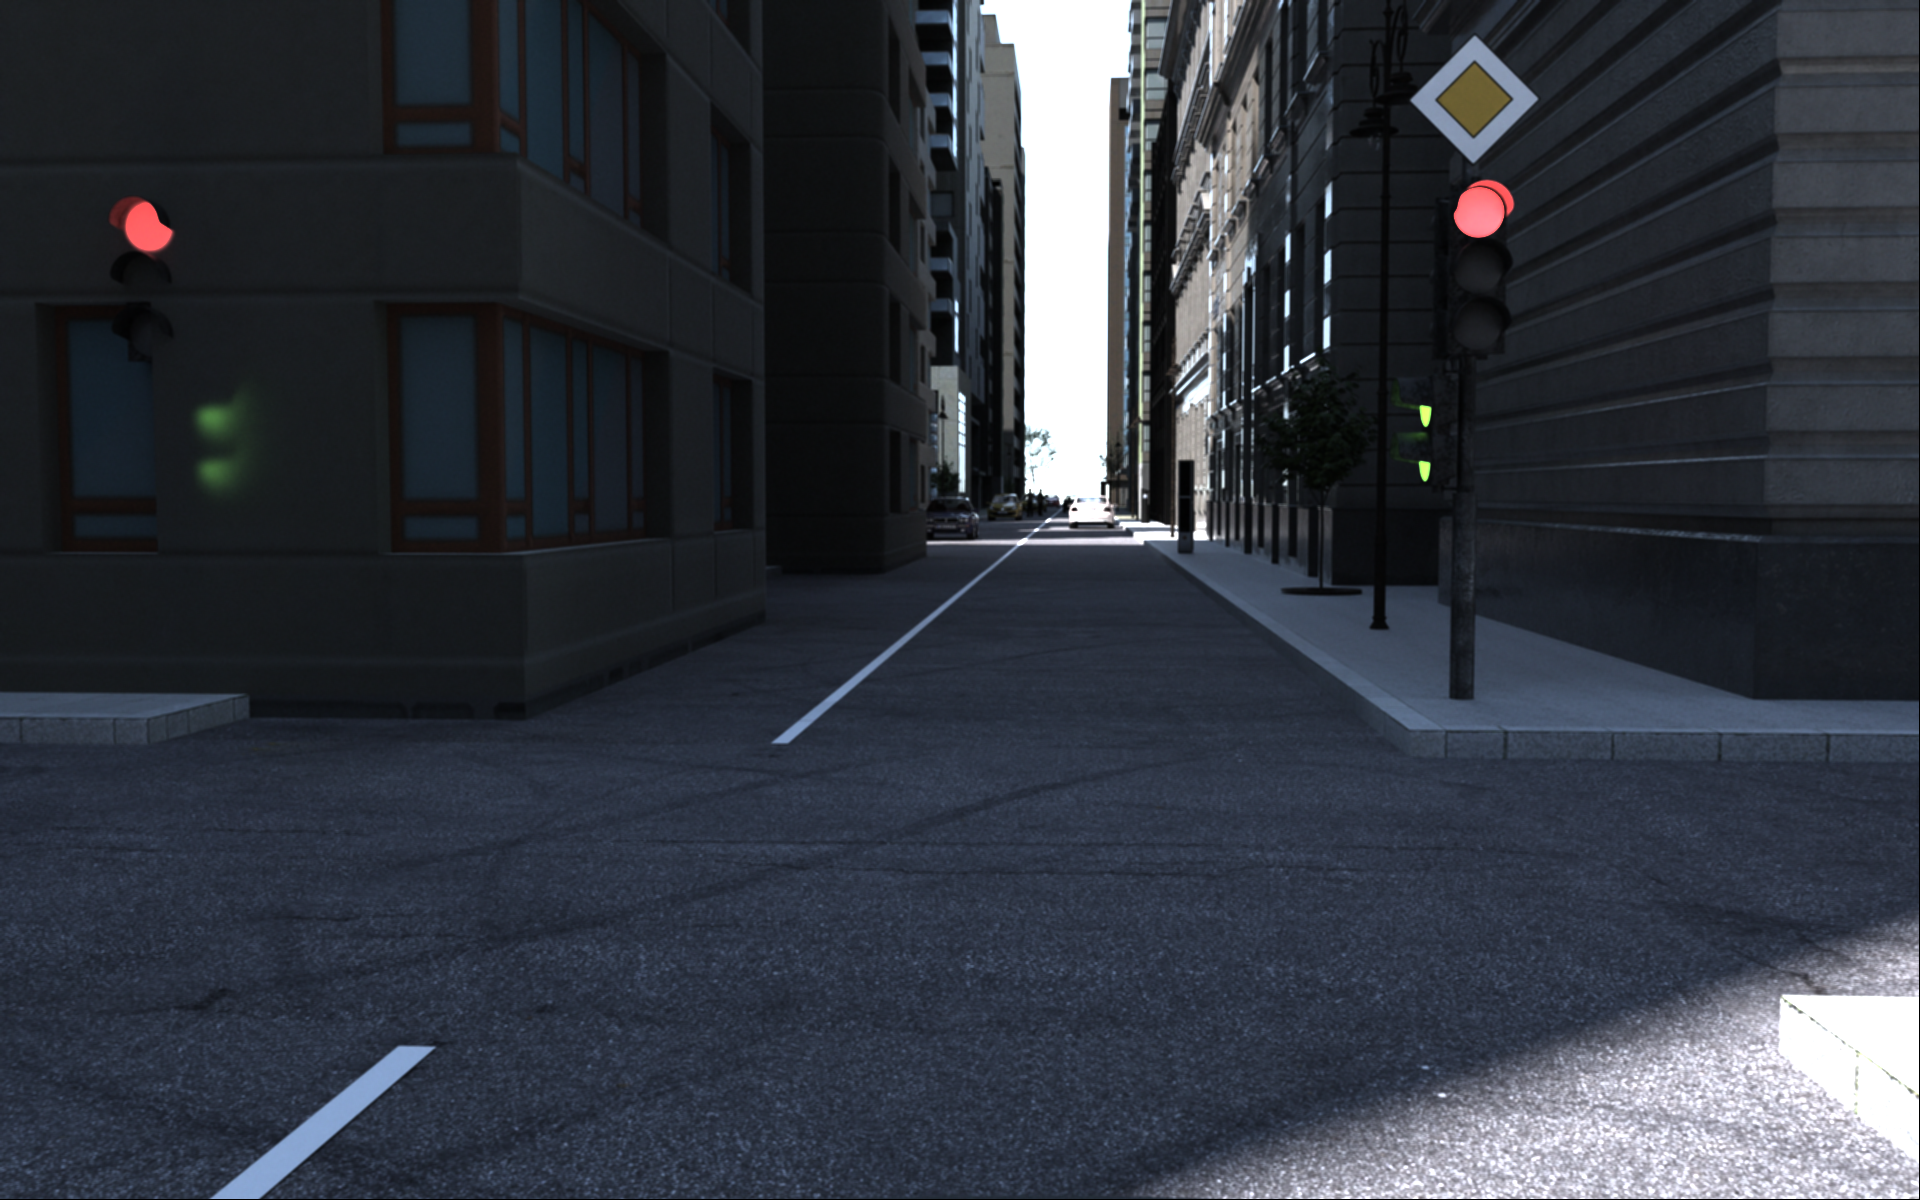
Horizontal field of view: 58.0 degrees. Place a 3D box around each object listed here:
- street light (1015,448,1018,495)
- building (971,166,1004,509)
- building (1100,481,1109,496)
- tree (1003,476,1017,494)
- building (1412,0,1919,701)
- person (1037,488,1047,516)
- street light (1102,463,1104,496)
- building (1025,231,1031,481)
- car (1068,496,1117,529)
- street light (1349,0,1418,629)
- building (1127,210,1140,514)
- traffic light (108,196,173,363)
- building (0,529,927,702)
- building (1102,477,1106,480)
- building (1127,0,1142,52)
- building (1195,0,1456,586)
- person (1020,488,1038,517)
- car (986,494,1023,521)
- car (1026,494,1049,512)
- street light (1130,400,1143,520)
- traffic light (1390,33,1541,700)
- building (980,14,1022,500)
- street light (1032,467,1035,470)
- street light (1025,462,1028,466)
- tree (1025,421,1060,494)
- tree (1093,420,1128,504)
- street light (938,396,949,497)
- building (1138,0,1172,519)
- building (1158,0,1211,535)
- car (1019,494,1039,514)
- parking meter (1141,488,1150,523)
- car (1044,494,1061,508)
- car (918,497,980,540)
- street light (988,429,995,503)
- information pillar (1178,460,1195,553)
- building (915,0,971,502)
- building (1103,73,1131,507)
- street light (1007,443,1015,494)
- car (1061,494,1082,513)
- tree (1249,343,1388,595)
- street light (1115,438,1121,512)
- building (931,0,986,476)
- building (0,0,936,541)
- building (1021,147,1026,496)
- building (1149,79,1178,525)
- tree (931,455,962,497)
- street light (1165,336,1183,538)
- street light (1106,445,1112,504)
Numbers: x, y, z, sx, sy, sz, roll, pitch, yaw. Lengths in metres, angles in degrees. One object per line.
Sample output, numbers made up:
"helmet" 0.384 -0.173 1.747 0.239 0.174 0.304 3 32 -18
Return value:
"street light" 5.518 -12.170 171.769 0.468 5.910 1.993 0 4 4
"building" -3.469 -23.303 152.711 14.160 30.474 14.107 0 4 4
"building" 35.006 -33.008 231.563 32.217 40.220 23.993 0 4 4
"tree" 4.611 -10.230 161.859 1.663 3.219 1.824 0 3 0
"building" 14.499 -11.336 14.223 19.941 23.489 11.050 0 4 4
"person" 5.317 -6.427 113.674 0.705 1.812 1.348 -2 4 -25
"street light" 14.938 -12.436 176.111 0.468 5.910 1.993 0 4 4
"building" -2.951 -36.817 221.573 23.786 49.044 30.456 0 4 4
"car" 5.559 -3.694 72.764 2.083 1.381 4.827 0 4 6
"street light" 3.991 -2.662 16.310 0.468 5.910 1.993 0 4 4
"building" 25.427 -16.533 115.354 27.650 21.520 28.899 0 4 4
"traffic light" -5.114 -1.369 11.307 0.839 4.253 0.868 0 4 4
"building" -15.554 -11.047 25.654 27.650 21.520 28.899 0 4 4
"building" 28.868 -35.772 204.478 23.786 49.044 30.456 0 4 4
"building" 25.276 -32.129 144.919 23.786 49.044 30.456 0 4 4
"building" 11.674 -14.550 35.159 12.463 27.353 25.104 0 4 4
"person" 4.383 -6.137 108.856 1.348 1.823 0.705 2 4 34
"car" 2.445 -5.114 93.844 2.015 1.641 3.980 0 4 5
"car" 6.107 -7.877 139.013 2.015 1.641 3.980 0 4 2
"street light" 8.737 -6.870 85.113 0.468 5.910 1.993 0 4 4
"traffic light" 3.129 -1.335 10.755 0.839 4.253 0.868 0 4 4
"building" -4.605 -34.055 180.505 21.300 48.544 21.600 0 4 4
"street light" 10.258 -16.371 240.445 0.468 5.910 1.993 0 4 4
"street light" 7.852 -14.268 206.073 0.468 5.910 1.993 0 4 4
"tree" 10.447 -19.586 245.986 9.928 11.665 9.643 0 3 0
"tree" 15.308 -13.505 171.165 4.360 8.622 3.978 0 3 0
"street light" -0.791 -6.581 80.379 0.468 5.910 1.993 0 4 4
"building" 16.749 -25.070 93.490 14.154 41.232 14.086 0 4 4
"building" 12.982 -13.617 58.802 11.583 22.565 21.152 0 4 4
"car" 5.174 -7.253 128.804 2.015 1.641 3.980 0 4 3
"parking meter" 8.122 -4.123 75.826 0.372 1.533 0.369 0 3 0
"car" 9.357 -10.320 177.766 2.155 1.783 4.494 0 4 6
"car" -0.327 -2.615 55.336 1.945 1.354 3.894 0 4 3
"street light" 2.183 -9.194 123.106 0.468 5.910 1.993 0 4 4
"information pillar" 4.901 -2.022 37.546 0.304 2.012 0.304 1 4 17
"building" -10.165 -48.213 100.950 22.319 86.520 31.000 0 4 4
"building" 22.548 -32.574 182.687 14.600 45.320 14.200 0 4 4
"street light" 4.493 -11.305 157.626 0.468 5.910 1.993 0 4 4
"car" 8.806 -7.588 133.851 2.009 1.686 4.222 0 4 4
"tree" 4.544 -1.697 22.355 1.663 3.219 1.824 0 3 0
"street light" 11.572 -9.432 127.008 0.468 5.910 1.993 0 4 4
"building" -12.093 -33.175 131.649 28.713 52.752 27.495 0 4 4
"building" -15.879 -13.462 65.150 27.650 21.520 28.899 0 4 4
"building" 0.283 -31.496 198.546 14.154 41.232 14.086 0 4 4
"building" 15.032 -15.154 77.452 12.332 23.373 15.834 0 4 4
"tree" -0.693 -5.576 85.773 1.663 3.219 1.824 0 3 0
"street light" 6.259 -4.774 50.841 0.468 5.910 1.993 0 4 4
"street light" 14.031 -11.539 161.444 0.468 5.910 1.993 0 4 4
